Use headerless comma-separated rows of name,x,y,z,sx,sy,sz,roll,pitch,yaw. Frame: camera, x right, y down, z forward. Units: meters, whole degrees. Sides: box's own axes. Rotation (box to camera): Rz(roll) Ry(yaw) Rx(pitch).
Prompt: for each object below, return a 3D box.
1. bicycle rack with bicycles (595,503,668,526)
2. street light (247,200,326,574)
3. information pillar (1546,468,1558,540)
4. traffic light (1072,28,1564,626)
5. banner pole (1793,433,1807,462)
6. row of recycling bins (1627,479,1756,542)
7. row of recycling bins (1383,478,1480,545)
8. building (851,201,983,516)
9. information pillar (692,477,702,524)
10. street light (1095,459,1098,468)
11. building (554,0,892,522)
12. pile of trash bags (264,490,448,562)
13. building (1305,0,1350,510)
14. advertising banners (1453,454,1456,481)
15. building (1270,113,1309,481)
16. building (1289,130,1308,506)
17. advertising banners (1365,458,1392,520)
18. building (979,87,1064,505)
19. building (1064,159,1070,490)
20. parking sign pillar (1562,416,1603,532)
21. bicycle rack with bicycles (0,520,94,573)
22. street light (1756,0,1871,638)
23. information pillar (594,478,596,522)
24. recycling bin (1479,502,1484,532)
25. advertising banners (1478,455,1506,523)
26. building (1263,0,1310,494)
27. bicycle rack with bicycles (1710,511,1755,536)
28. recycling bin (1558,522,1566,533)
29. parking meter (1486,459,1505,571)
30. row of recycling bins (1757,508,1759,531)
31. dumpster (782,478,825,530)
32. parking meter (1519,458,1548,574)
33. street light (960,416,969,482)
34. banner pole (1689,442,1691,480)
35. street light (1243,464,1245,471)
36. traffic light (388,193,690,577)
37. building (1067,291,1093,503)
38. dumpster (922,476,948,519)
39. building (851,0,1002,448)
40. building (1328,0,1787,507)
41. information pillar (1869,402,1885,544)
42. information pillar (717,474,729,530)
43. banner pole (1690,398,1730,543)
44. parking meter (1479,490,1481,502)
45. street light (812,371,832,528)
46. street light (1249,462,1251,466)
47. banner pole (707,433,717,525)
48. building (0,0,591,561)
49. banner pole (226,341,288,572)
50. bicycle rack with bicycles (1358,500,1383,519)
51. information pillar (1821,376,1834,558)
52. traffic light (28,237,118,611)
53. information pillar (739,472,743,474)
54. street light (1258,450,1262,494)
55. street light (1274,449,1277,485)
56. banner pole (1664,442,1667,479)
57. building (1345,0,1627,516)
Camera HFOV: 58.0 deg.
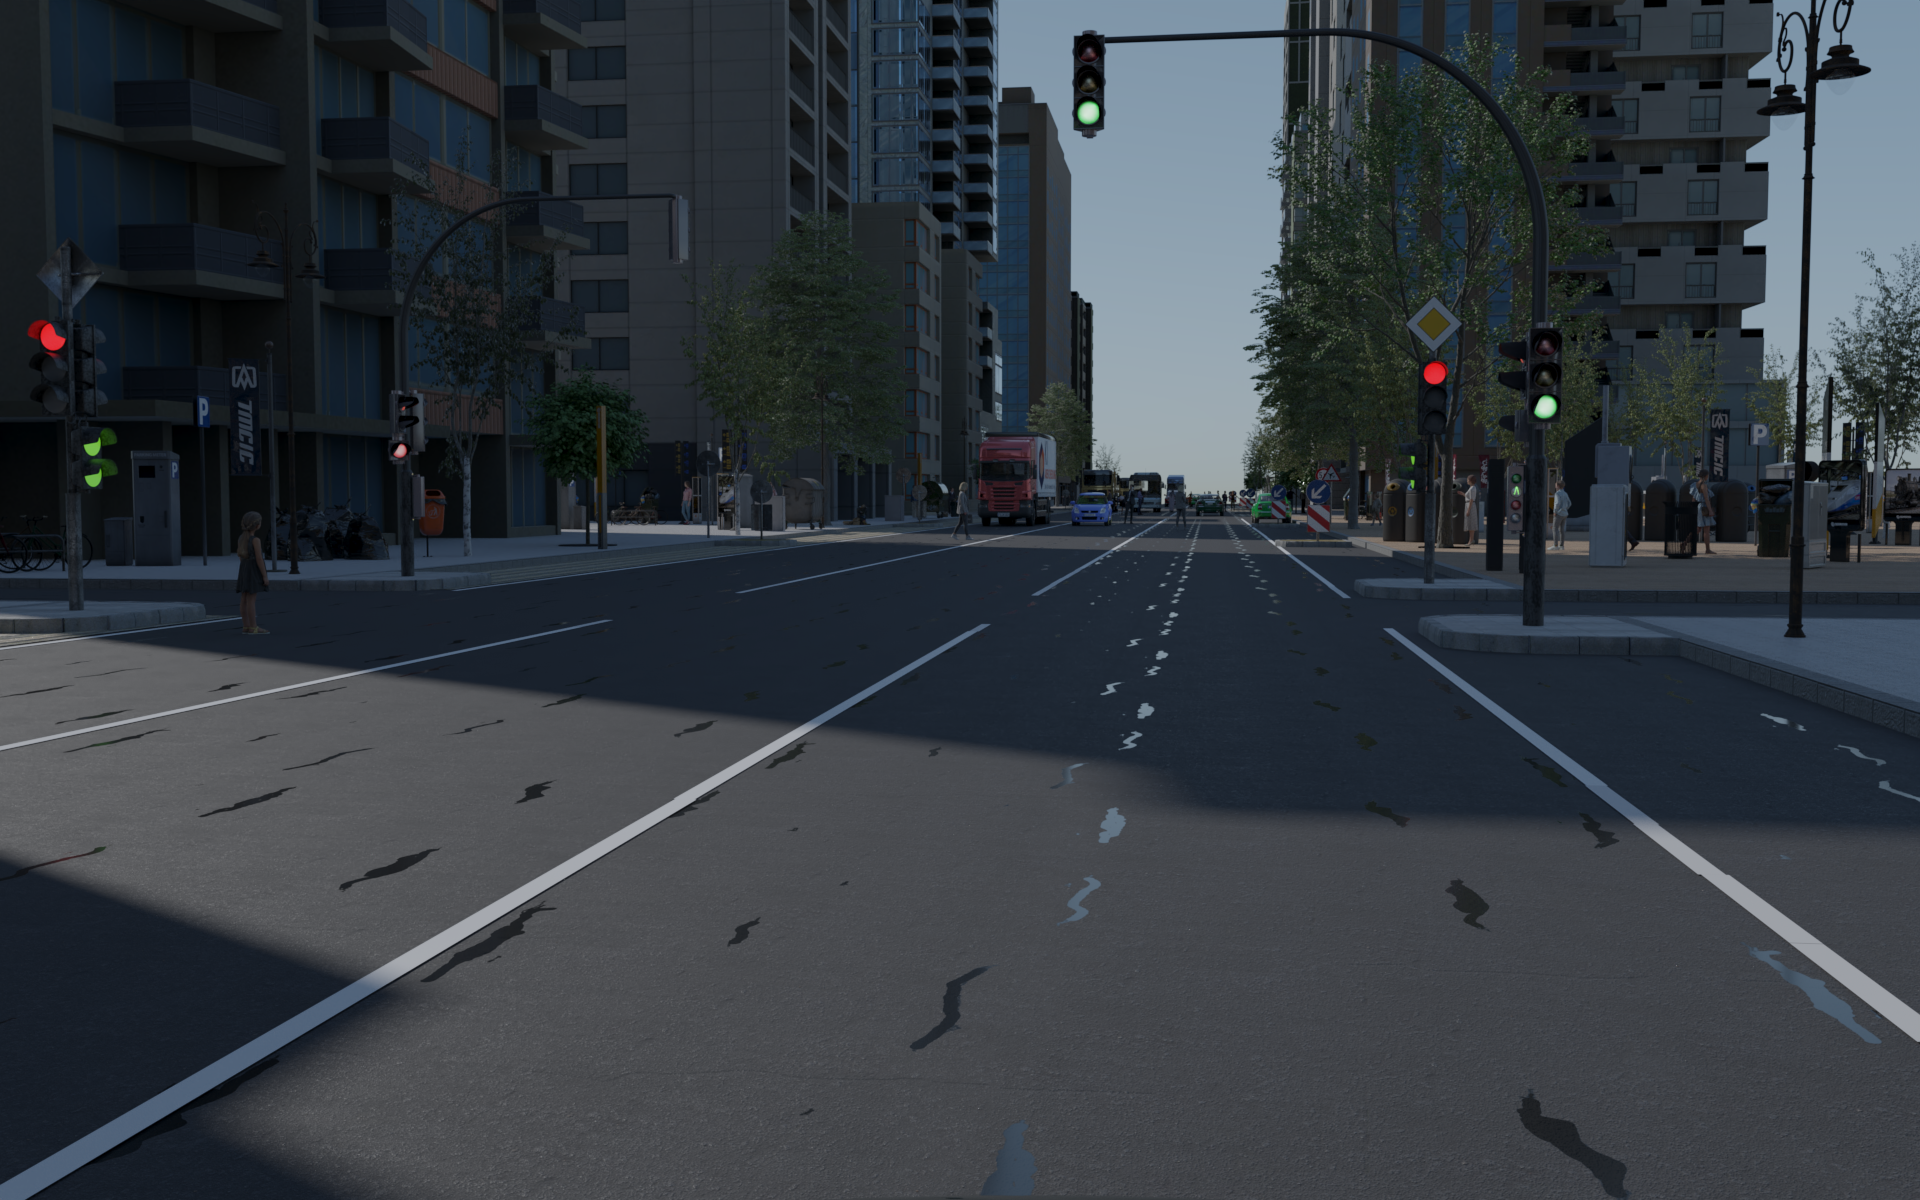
bicycle rack with bicycles,-13.558,-3.544,71.335,2.925,0.926,2.852,0,4,-7
street light,-10.670,-3.352,27.589,0.468,5.910,1.993,1,4,8
information pillar,16.634,-2.714,48.864,0.304,2.012,0.304,-1,4,-12
traffic light,3.490,-2.588,16.974,4.771,5.953,1.251,1,4,8
banner pole,34.537,-4.967,71.223,0.401,3.779,0.863,-1,4,-19
row of recycling bins,19.618,-2.454,47.240,3.534,1.692,1.069,3,4,37
row of recycling bins,12.390,-2.354,45.603,1.069,1.692,3.534,-1,4,-21
building,-14.038,-16.742,118.764,27.650,21.520,28.899,1,4,8
information pillar,-11.313,-4.284,74.532,0.304,2.012,0.304,1,4,18
street light,17.747,-15.410,224.740,0.468,5.910,1.993,1,4,8
building,-14.501,-39.872,90.165,20.563,71.187,20.611,1,4,8
pile of trash bags,-11.884,-1.502,34.303,3.447,1.369,1.912,-2,4,-34
building,41.653,-37.445,154.227,21.231,58.520,28.212,1,4,8
advertising banners,21.528,-4.889,76.127,0.090,3.025,2.074,0,4,2
building,51.701,-36.605,218.095,23.786,49.044,30.456,1,4,8
building,44.554,-31.385,196.733,14.154,41.232,14.086,1,4,8
advertising banners,20.464,-5.411,84.650,2.074,3.025,0.090,-3,5,-40
building,3.507,-33.354,195.443,14.600,45.320,14.200,1,4,8
building,5.074,-34.216,209.538,14.600,45.320,14.200,1,4,8
parking sign pillar,21.429,-4.350,59.589,1.447,3.967,1.447,0,4,6
bicycle rack with bicycles,-15.925,-0.938,28.717,2.852,0.926,2.925,3,5,43
street light,7.487,-2.603,15.354,0.468,5.910,1.993,1,4,8
information pillar,-16.999,-5.488,81.089,0.183,3.616,0.504,1,4,10
recycling bin,17.083,-2.787,58.121,0.722,1.027,0.722,-1,4,-21
advertising banners,23.823,-4.900,76.305,2.074,3.025,0.090,3,4,38
building,53.596,-49.214,242.894,20.563,71.187,20.611,1,4,8
bicycle rack with bicycles,23.052,-2.442,53.311,2.925,0.926,2.852,-1,4,-9
recycling bin,19.833,-2.785,58.095,0.722,1.027,0.722,-3,4,-38
parking meter,8.963,-1.425,29.006,0.255,1.863,0.399,1,4,13
row of recycling bins,27.668,-3.248,60.216,3.534,1.692,1.069,-1,4,-12
dumpster,-5.694,-3.485,62.740,1.264,1.857,1.865,1,4,8
parking meter,9.218,-1.356,27.878,0.255,1.863,0.399,-2,4,-25
street light,0.259,-7.977,103.215,0.468,5.910,1.993,1,4,8
banner pole,34.487,-5.582,81.276,0.863,3.779,0.401,1,4,20
street light,42.060,-17.342,256.336,0.468,5.910,1.993,1,4,8
traffic light,-6.516,-3.178,26.634,4.771,5.953,1.251,1,4,8
building,11.872,-29.366,251.833,14.160,30.474,14.107,1,4,8
dumpster,-1.498,-5.432,91.303,1.502,2.255,1.985,1,4,8
building,-7.348,-50.994,146.425,22.319,86.520,31.000,1,4,8
building,41.239,-32.805,125.600,28.713,52.752,27.495,1,4,8
information pillar,23.588,-3.250,44.493,0.183,3.616,0.504,3,5,45
information pillar,-8.507,-3.528,62.177,0.304,2.012,0.304,-3,5,-45
banner pole,19.506,-3.358,44.927,0.863,3.779,0.401,2,4,30
parking meter,25.051,-4.622,83.980,0.372,1.533,0.369,0,3,0
street light,-5.177,-5.648,65.140,0.468,5.910,1.993,1,4,8
street light,36.652,-15.045,218.773,0.468,5.910,1.993,1,4,8
banner pole,-10.284,-4.974,71.346,0.401,3.779,0.863,-2,4,-26
building,-23.229,-23.949,46.192,22.147,44.769,28.867,1,4,8
banner pole,-11.500,-2.343,28.325,0.863,3.779,0.401,-2,4,-30
bicycle rack with bicycles,23.355,-5.131,97.266,2.852,0.926,2.925,0,4,5
information pillar,17.403,-2.657,34.795,0.183,3.616,0.504,1,4,15
traffic light,-9.734,-1.839,18.991,0.839,4.253,0.868,1,4,8
information pillar,-10.036,-5.378,79.284,0.183,3.616,0.504,-2,4,-29
street light,30.110,-12.293,173.777,0.468,5.910,1.993,1,4,8
street light,24.686,-9.955,135.545,0.468,5.910,1.993,1,4,8
banner pole,33.486,-5.646,82.328,0.401,3.779,0.863,2,4,27
building,31.311,-27.833,105.182,14.600,45.320,14.200,1,4,8
